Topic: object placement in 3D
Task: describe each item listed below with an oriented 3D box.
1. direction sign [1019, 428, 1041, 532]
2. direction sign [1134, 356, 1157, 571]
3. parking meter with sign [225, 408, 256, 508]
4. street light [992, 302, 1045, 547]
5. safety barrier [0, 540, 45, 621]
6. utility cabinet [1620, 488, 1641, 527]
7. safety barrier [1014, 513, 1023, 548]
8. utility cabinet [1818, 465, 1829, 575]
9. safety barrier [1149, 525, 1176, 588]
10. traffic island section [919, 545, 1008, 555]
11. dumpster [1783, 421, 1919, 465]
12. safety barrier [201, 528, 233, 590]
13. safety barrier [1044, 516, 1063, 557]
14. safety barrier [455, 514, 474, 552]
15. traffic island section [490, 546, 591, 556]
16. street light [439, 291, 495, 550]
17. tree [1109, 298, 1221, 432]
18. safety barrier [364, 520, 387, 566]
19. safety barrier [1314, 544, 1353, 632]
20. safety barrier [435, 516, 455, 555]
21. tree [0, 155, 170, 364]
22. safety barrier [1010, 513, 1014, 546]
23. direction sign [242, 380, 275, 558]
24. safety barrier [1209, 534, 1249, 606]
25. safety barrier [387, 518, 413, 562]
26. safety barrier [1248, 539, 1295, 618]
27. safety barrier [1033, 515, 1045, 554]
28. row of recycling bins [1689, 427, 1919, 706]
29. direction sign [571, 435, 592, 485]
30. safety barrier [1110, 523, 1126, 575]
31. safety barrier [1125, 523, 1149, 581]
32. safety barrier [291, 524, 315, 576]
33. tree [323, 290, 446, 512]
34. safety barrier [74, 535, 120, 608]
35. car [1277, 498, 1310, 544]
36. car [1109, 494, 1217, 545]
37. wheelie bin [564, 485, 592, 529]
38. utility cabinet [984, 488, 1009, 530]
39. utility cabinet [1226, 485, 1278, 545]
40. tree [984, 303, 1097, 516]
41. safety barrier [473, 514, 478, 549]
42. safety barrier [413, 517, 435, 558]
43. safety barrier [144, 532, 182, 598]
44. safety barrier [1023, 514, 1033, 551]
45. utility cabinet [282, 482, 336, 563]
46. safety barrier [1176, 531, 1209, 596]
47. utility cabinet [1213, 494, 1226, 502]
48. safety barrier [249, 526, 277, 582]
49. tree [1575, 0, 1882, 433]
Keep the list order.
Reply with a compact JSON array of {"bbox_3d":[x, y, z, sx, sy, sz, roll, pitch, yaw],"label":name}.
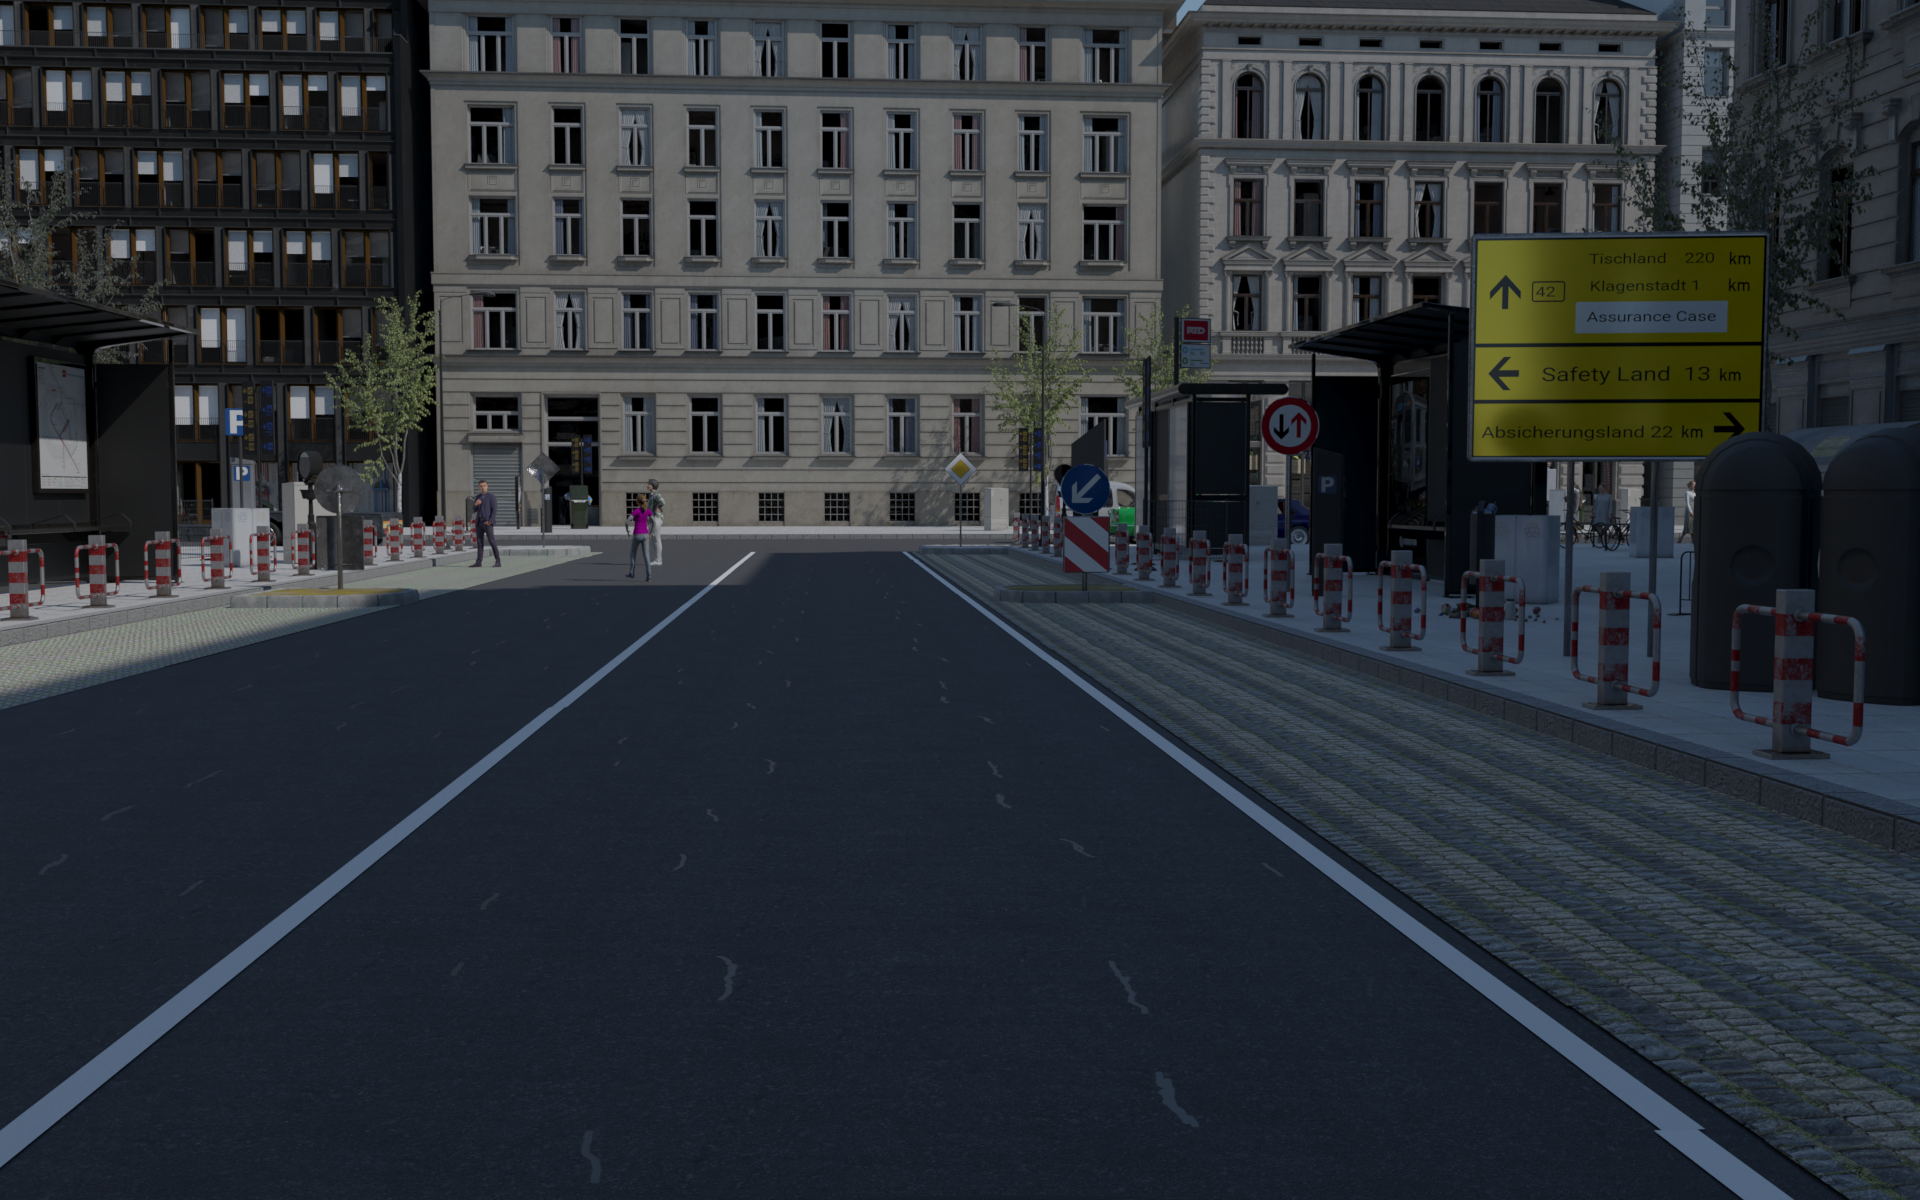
[{"bbox_3d":[2.425,-4.119,59.345,0.876,3.537,0.379,1,4,21],"label":"direction sign"},{"bbox_3d":[3.105,-2.256,28.876,0.379,3.537,0.876,0,4,-1],"label":"direction sign"},{"bbox_3d":[-14.929,-2.439,36.144,0.543,3.016,1.738,-1,4,-18],"label":"parking meter with sign"},{"bbox_3d":[1.474,-4.247,41.981,1.470,5.913,1.316,0,4,-4],"label":"street light"},{"bbox_3d":[-9.558,-0.202,17.580,0.300,0.817,1.120,0,4,-4],"label":"safety barrier"},{"bbox_3d":[25.869,-3.553,66.775,0.318,1.500,1.173,3,5,44],"label":"utility cabinet"},{"bbox_3d":[1.546,-1.634,40.998,0.300,0.817,1.120,0,4,-4],"label":"safety barrier"},{"bbox_3d":[6.634,-0.292,13.459,0.318,1.500,1.173,-1,4,-20],"label":"utility cabinet"},{"bbox_3d":[2.877,-0.580,23.766,0.300,0.817,1.120,0,4,-4],"label":"safety barrier"},{"bbox_3d":[0.036,-1.217,42.185,2.009,0.180,2.903,0,4,-4],"label":"traffic island section"},{"bbox_3d":[7.544,-0.527,14.370,1.264,1.857,1.865,0,4,-4],"label":"dumpster"},{"bbox_3d":[-10.005,-0.554,23.327,0.300,0.817,1.120,0,4,-4],"label":"safety barrier"},{"bbox_3d":[1.990,-1.282,35.240,0.300,0.817,1.120,0,4,-4],"label":"safety barrier"},{"bbox_3d":[-11.187,-1.491,38.651,0.300,0.817,1.120,0,4,-4],"label":"safety barrier"},{"bbox_3d":[-9.976,-1.171,41.420,2.009,0.180,2.903,0,4,-4],"label":"traffic island section"},{"bbox_3d":[-11.345,-4.111,39.763,1.470,5.913,1.316,0,4,-4],"label":"street light"},{"bbox_3d":[7.822,-7.084,66.190,4.737,8.622,4.395,0,3,0],"label":"tree"},{"bbox_3d":[-10.596,-1.023,31.000,0.300,0.817,1.120,0,4,-4],"label":"safety barrier"},{"bbox_3d":[3.468,-0.113,16.115,0.300,0.817,1.120,0,4,-4],"label":"safety barrier"},{"bbox_3d":[-11.040,-1.374,36.740,0.300,0.817,1.120,0,4,-4],"label":"safety barrier"},{"bbox_3d":[-19.788,-5.335,37.592,4.360,8.622,3.978,0,3,0],"label":"tree"},{"bbox_3d":[1.399,-1.752,42.915,0.300,0.817,1.120,0,4,-4],"label":"safety barrier"},{"bbox_3d":[-14.026,-2.611,34.688,0.876,3.537,0.379,2,4,28],"label":"direction sign"},{"bbox_3d":[3.172,-0.347,19.943,0.300,0.817,1.120,0,4,-4],"label":"safety barrier"},{"bbox_3d":[-10.743,-1.140,32.912,0.300,0.817,1.120,0,4,-4],"label":"safety barrier"},{"bbox_3d":[3.318,-0.230,18.032,0.300,0.817,1.120,0,4,-4],"label":"safety barrier"},{"bbox_3d":[1.844,-1.400,37.158,0.300,0.817,1.120,0,4,-4],"label":"safety barrier"},{"bbox_3d":[6.175,-0.207,10.490,1.069,1.692,3.534,-3,5,-41],"label":"row of recycling bins"},{"bbox_3d":[-14.489,-4.549,66.370,0.876,3.537,0.379,1,4,21],"label":"direction sign"},{"bbox_3d":[2.581,-0.814,27.588,0.300,0.817,1.120,0,4,-4],"label":"safety barrier"},{"bbox_3d":[2.730,-0.697,25.677,0.300,0.817,1.120,0,4,-4],"label":"safety barrier"},{"bbox_3d":[-10.303,-0.789,27.171,0.300,0.817,1.120,0,4,-4],"label":"safety barrier"},{"bbox_3d":[-20.439,-6.861,62.547,4.737,8.622,4.395,0,3,0],"label":"tree"},{"bbox_3d":[-9.706,-0.319,19.494,0.300,0.817,1.120,0,4,-4],"label":"safety barrier"},{"bbox_3d":[7.552,-2.055,46.181,3.894,1.354,1.945,0,4,-3],"label":"car"},{"bbox_3d":[6.398,-2.401,48.061,4.718,1.807,1.959,0,4,-5],"label":"car"},{"bbox_3d":[-14.010,-3.401,63.512,0.980,1.594,0.693,-1,4,-17],"label":"wheelie bin"},{"bbox_3d":[1.288,-3.191,60.853,0.318,1.500,1.173,2,4,33],"label":"utility cabinet"},{"bbox_3d":[7.222,-2.081,42.698,1.173,1.500,0.318,0,4,3],"label":"utility cabinet"},{"bbox_3d":[3.061,-7.068,65.927,4.737,8.622,4.395,0,3,0],"label":"tree"},{"bbox_3d":[-11.334,-1.608,40.563,0.300,0.817,1.120,0,4,-4],"label":"safety barrier"},{"bbox_3d":[-10.895,-1.257,34.824,0.300,0.817,1.120,0,4,-4],"label":"safety barrier"},{"bbox_3d":[-9.853,-0.437,21.416,0.300,0.817,1.120,0,4,-4],"label":"safety barrier"},{"bbox_3d":[1.693,-1.517,39.081,0.300,0.817,1.120,0,4,-4],"label":"safety barrier"},{"bbox_3d":[-12.088,-1.443,32.270,0.318,1.500,1.173,1,4,22],"label":"utility cabinet"},{"bbox_3d":[3.022,-0.464,21.854,0.300,0.817,1.120,0,4,-4],"label":"safety barrier"},{"bbox_3d":[9.401,-3.290,62.466,0.318,1.500,1.173,1,4,21],"label":"utility cabinet"},{"bbox_3d":[-10.153,-0.671,25.241,0.300,0.817,1.120,0,4,-4],"label":"safety barrier"},{"bbox_3d":[11.376,-4.585,25.324,4.360,8.622,3.978,0,3,0],"label":"tree"}]
